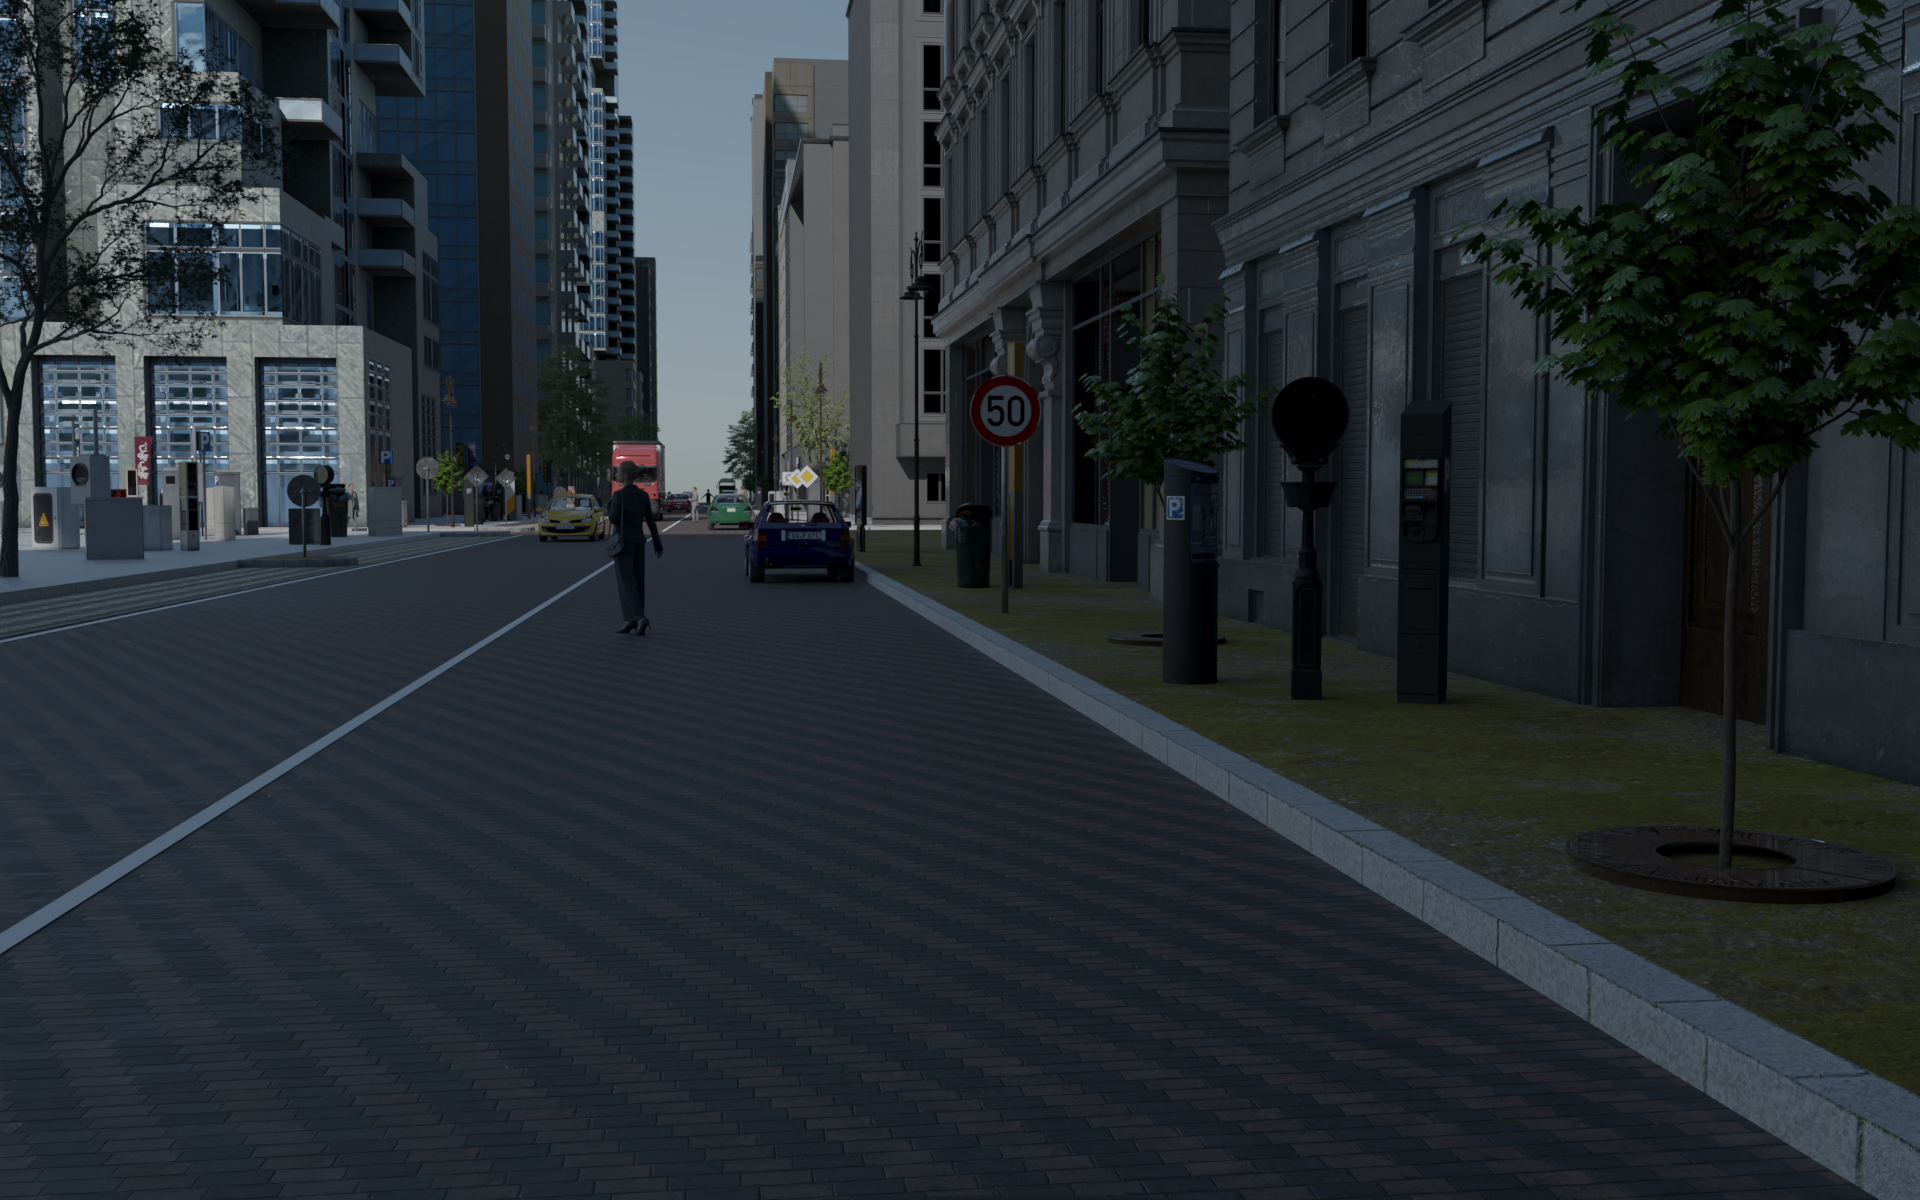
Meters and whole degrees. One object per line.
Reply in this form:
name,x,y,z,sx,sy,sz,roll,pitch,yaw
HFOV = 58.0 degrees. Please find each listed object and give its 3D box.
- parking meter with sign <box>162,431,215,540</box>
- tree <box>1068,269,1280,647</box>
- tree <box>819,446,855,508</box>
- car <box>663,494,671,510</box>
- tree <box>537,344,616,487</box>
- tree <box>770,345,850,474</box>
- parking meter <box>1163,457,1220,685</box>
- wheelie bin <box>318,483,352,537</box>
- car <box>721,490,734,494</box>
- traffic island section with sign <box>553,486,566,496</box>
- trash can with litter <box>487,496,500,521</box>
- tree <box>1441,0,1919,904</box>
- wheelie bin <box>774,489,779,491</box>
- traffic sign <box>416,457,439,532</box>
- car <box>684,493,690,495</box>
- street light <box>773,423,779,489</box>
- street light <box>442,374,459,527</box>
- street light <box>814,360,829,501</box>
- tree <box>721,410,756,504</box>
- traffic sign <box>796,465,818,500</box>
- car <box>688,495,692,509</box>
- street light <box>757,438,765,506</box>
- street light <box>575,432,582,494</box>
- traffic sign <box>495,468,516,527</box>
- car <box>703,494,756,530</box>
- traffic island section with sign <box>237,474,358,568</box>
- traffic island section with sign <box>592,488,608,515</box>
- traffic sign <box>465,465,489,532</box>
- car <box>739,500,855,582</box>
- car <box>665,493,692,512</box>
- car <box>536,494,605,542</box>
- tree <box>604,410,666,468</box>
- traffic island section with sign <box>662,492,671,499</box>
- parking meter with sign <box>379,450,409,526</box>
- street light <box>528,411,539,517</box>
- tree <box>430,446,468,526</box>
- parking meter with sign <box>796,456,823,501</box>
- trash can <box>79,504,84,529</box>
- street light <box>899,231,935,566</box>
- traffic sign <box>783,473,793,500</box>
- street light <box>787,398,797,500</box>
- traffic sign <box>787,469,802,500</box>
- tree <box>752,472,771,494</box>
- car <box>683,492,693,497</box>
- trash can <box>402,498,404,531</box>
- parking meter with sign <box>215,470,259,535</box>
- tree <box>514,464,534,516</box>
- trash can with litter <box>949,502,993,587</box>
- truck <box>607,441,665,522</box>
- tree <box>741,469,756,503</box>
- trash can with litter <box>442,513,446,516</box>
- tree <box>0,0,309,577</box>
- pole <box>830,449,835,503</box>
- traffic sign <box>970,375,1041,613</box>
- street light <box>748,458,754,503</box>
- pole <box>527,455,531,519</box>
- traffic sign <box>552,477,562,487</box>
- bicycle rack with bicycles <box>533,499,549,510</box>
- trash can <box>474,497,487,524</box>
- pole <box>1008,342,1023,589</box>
parking meter with sign,-21.878,-3.191,48.429,1.738,3.016,0.543,1,4,10
tree,1.751,-1.254,15.104,1.663,3.219,1.824,0,3,0
tree,-4.738,-4.521,68.518,1.663,3.219,1.824,0,3,0
car,-25.925,-8.897,155.684,2.015,1.641,3.980,-1,4,-10
tree,-29.961,-13.026,131.100,7.486,12.596,7.792,0,3,0
tree,-7.400,-8.343,86.768,4.737,8.622,4.395,0,3,0
parking meter,1.572,-0.207,11.798,0.372,1.533,0.369,0,3,0
wheelie bin,-18.638,-2.682,51.753,0.980,1.594,0.693,-3,5,-39
car,-23.689,-10.360,178.063,2.281,1.827,5.304,0,4,-6
traffic island section with sign,-20.647,-4.949,89.549,1.989,1.847,2.006,0,4,-8
trash can with litter,-22.141,-4.321,82.036,0.624,1.170,1.055,-2,4,-24
tree,2.723,-0.681,5.740,1.663,3.219,1.824,0,3,0
wheelie bin,-11.457,-6.152,108.500,0.693,1.594,0.980,1,4,16
traffic sign,-18.206,-3.617,59.241,0.768,2.556,0.104,0,4,-5
car,-31.034,-11.375,195.579,1.945,1.707,3.694,0,4,-7
street light,-11.963,-8.554,112.646,0.468,5.910,1.993,0,4,-8
street light,-19.577,-5.743,66.688,0.468,5.910,1.993,0,4,-8
street light,-4.823,-5.337,60.044,0.468,5.910,1.993,0,4,-8
tree,-28.479,-19.353,234.546,7.486,12.596,7.792,0,3,0
traffic sign,-5.330,-3.470,60.379,0.795,2.450,0.064,0,4,-8
car,-26.062,-9.261,163.777,2.083,1.381,4.827,-1,4,-9
street light,-16.211,-10.374,142.409,0.468,5.910,1.993,0,4,-8
street light,-27.705,-9.361,125.844,0.468,5.910,1.993,0,4,-8
traffic sign,-17.508,-3.863,66.797,0.795,2.450,0.064,0,4,-8
car,-9.314,-3.569,70.145,2.131,1.459,4.920,-1,4,-9
traffic island section with sign,-13.117,-1.580,34.468,1.989,1.847,2.006,0,4,-8
traffic island section with sign,-24.306,-6.583,116.255,1.989,1.847,2.006,0,4,-8
traffic sign,-16.424,-3.379,58.885,0.795,2.450,0.064,0,4,-8
car,-2.779,-1.035,29.508,1.945,1.354,3.894,-1,4,-9
car,-22.430,-7.904,138.270,2.155,1.783,4.494,0,4,-6
car,-11.937,-2.637,53.337,2.015,1.641,3.980,0,4,-6
tree,-40.517,-17.743,215.850,9.928,11.665,9.643,0,3,0
traffic island section with sign,-45.985,-16.260,274.484,1.989,1.847,2.006,0,4,-8
parking meter with sign,-22.662,-4.479,69.495,0.543,3.016,1.738,0,4,5
street light,-23.620,-7.538,96.040,0.468,5.910,1.993,0,4,-8
tree,-20.495,-4.590,69.649,1.663,3.219,1.824,0,3,0
parking meter with sign,-6.730,-5.158,80.595,1.738,3.016,0.543,-1,4,-22
trash can,-32.570,-3.221,64.325,0.748,1.137,0.748,0,3,0
street light,-0.769,-3.542,30.694,0.468,5.910,1.993,0,4,-8
traffic sign,-7.953,-4.797,80.556,0.606,2.300,0.079,0,4,-6
street light,-8.087,-6.757,83.271,0.468,5.910,1.993,0,4,-8
traffic sign,-6.414,-3.954,68.290,0.795,2.450,0.064,0,4,-8
tree,-17.016,-9.450,149.113,1.663,3.219,1.824,0,3,0
car,-39.965,-15.026,254.352,2.281,1.827,5.304,0,4,-7
trash can,-18.565,-2.753,56.666,0.748,1.137,0.748,0,3,0
parking meter with sign,-22.822,-3.531,53.991,0.543,3.016,1.738,3,5,43
tree,-25.316,-6.470,100.385,1.663,3.219,1.824,0,3,0
trash can with litter,0.115,-0.768,23.947,0.624,1.170,1.055,0,4,-6
truck,-17.296,-6.388,93.353,2.839,4.237,11.283,0,4,-8
tree,-27.291,-14.905,227.410,4.285,4.588,4.351,0,3,0
trash can with litter,-30.553,-5.441,100.023,2.233,1.210,1.678,1,4,13
tree,-14.587,-5.615,26.225,8.767,10.594,7.601,-2,4,-31
pole,-5.745,-5.150,78.049,0.158,3.312,0.155,0,3,0
traffic sign,0.486,-1.132,18.620,0.768,2.556,0.104,0,4,-5
street light,-22.533,-13.213,188.823,0.468,5.910,1.993,0,4,-8
pole,-22.276,-5.848,89.463,0.158,3.312,0.155,0,3,0
traffic sign,-24.396,-6.284,104.870,0.606,2.300,0.079,0,4,0
bicycle rack with bicycles,-31.834,-7.166,130.554,2.852,0.926,2.925,-2,4,-25
trash can,-20.574,-3.809,73.938,0.748,1.137,0.748,0,3,0
pole,0.746,-1.811,23.448,0.158,3.312,0.155,0,3,0
